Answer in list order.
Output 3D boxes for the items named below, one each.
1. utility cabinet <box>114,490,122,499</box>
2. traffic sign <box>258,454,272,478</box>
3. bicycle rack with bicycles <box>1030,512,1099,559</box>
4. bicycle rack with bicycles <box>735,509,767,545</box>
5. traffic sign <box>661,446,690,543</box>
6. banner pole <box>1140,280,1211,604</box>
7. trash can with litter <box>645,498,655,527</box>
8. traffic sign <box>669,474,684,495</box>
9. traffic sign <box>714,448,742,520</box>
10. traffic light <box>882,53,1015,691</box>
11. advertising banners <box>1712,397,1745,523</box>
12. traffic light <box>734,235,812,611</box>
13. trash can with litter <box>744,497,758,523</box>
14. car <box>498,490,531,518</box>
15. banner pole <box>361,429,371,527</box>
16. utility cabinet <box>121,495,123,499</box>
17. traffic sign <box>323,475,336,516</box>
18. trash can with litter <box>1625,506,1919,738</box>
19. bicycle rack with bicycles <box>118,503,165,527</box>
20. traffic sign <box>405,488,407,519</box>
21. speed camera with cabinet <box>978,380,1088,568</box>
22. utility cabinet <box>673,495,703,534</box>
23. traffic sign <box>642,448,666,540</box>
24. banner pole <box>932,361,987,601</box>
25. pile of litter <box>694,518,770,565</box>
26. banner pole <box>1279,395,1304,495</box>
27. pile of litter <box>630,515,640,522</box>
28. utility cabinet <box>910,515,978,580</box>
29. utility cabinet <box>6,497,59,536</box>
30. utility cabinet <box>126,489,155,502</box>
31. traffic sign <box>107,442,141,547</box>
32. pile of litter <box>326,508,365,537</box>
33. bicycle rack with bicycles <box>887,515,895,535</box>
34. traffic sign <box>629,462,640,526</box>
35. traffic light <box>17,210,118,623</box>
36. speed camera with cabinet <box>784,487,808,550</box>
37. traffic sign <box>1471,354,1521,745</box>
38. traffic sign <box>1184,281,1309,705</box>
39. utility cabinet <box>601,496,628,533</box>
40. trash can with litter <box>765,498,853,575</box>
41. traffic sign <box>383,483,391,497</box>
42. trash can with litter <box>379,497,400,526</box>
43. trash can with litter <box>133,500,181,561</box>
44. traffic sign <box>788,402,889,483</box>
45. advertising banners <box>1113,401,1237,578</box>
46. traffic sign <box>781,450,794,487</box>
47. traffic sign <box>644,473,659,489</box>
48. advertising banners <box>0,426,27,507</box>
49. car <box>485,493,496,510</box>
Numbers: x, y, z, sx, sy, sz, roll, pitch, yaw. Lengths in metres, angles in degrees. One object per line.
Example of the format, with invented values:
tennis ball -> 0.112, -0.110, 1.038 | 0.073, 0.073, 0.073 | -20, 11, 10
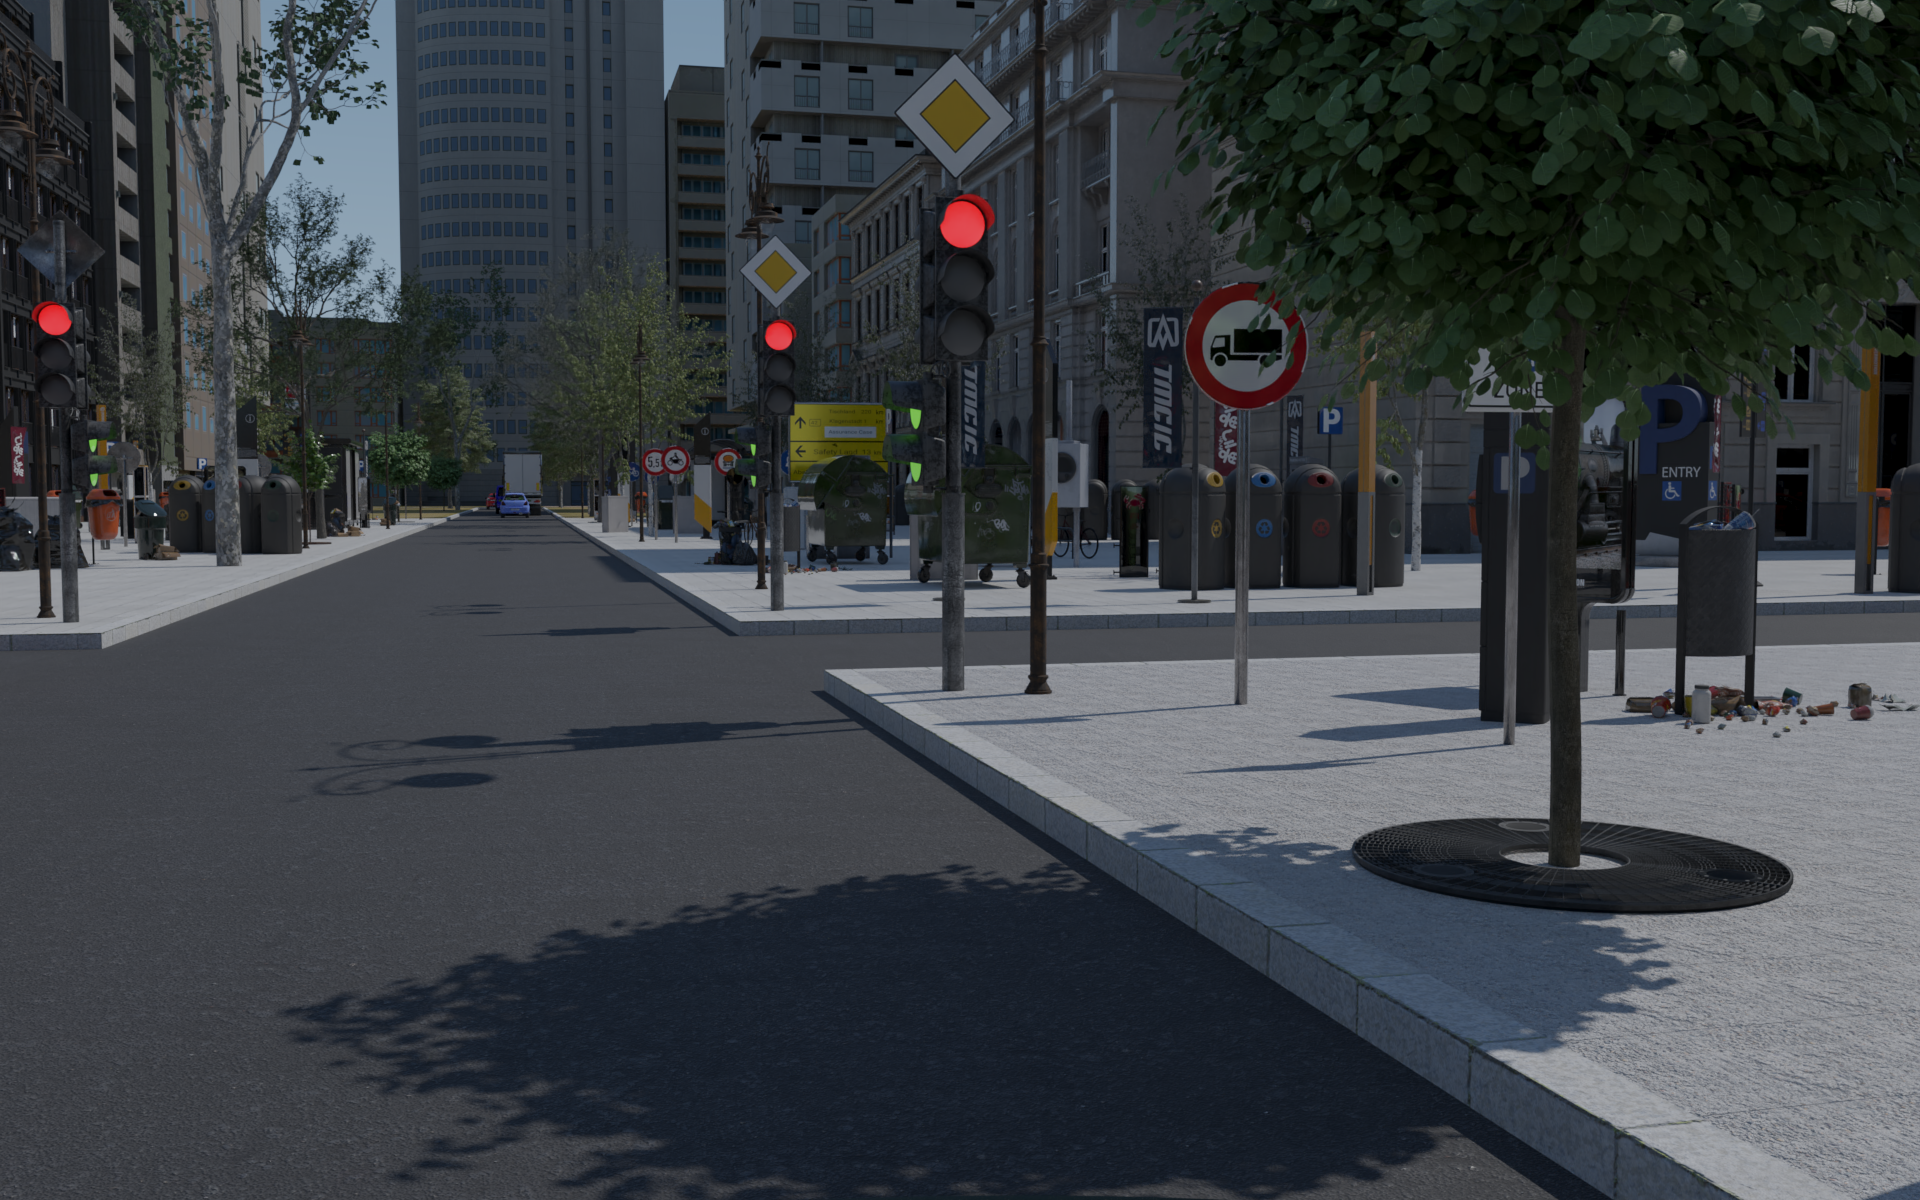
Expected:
utility cabinet -> -41.559, -4.723, 85.899 | 1.173, 1.500, 0.318 | 3, 4, 38
traffic sign -> -22.304, -3.366, 55.137 | 0.768, 2.556, 0.104 | -1, 4, -13
bicycle rack with bicycles -> 1.102, -1.313, 34.842 | 2.852, 0.926, 2.925 | -2, 4, -26
bicycle rack with bicycles -> -4.459, -1.843, 43.508 | 2.852, 0.926, 2.925 | 0, 4, 5
traffic sign -> -7.475, -2.780, 45.563 | 0.768, 2.556, 0.104 | -1, 4, -8
banner pole -> 2.549, -1.860, 20.428 | 0.863, 3.779, 0.401 | 1, 4, 16
trash can with litter -> -11.803, -3.397, 66.928 | 0.624, 1.170, 1.055 | -1, 4, -20
traffic sign -> -14.712, -5.496, 89.965 | 0.768, 2.556, 0.104 | 0, 4, -5
traffic sign -> -6.423, -2.933, 48.067 | 0.768, 2.556, 0.104 | -1, 4, -9
traffic light -> -0.063, -1.363, 11.211 | 0.839, 4.253, 0.868 | -1, 4, -14
advertising banners -> 9.910, -1.602, 22.384 | 0.090, 3.025, 2.074 | 2, 4, 34
traffic light -> -2.031, -1.837, 18.951 | 0.839, 4.253, 0.868 | -1, 4, -14
trash can with litter -> -9.200, -3.992, 76.655 | 1.055, 1.170, 0.624 | 2, 4, 29
car -> -26.936, -5.824, 104.809 | 1.945, 1.707, 3.694 | -1, 4, -14
banner pole -> -22.998, -4.712, 67.063 | 0.401, 3.779, 0.863 | 0, 4, -5
utility cabinet -> -39.355, -4.363, 82.497 | 1.020, 1.237, 0.306 | -1, 4, -16
traffic sign -> -22.713, -3.777, 61.764 | 0.884, 2.594, 0.081 | -1, 4, -11
trash can with litter -> 4.819, 0.057, 10.122 | 2.233, 1.210, 1.678 | -1, 4, -18
bicycle rack with bicycles -> -32.337, -3.333, 67.876 | 2.852, 0.926, 2.925 | 0, 4, 7
traffic sign -> -28.416, -5.429, 88.768 | 0.884, 2.594, 0.081 | 0, 4, -7
speed camera with cabinet -> 1.189, -2.199, 30.296 | 2.038, 3.252, 0.660 | 1, 4, 20
utility cabinet -> -8.781, -2.753, 56.173 | 1.020, 1.237, 0.306 | 0, 4, 2
traffic sign -> -8.507, -2.956, 48.435 | 0.768, 2.556, 0.104 | 0, 4, -7
banner pole -> 0.023, -1.870, 20.587 | 0.401, 3.779, 0.863 | -3, 5, -43
pile of litter -> -4.067, -1.078, 31.588 | 1.176, 0.858, 1.719 | -3, 5, -43
banner pole -> 7.365, -2.982, 38.780 | 0.401, 3.779, 0.863 | -3, 4, -39
pile of litter -> -15.420, -4.010, 79.536 | 1.719, 0.858, 1.176 | -1, 4, -17
utility cabinet -> -0.243, -0.907, 25.986 | 1.020, 1.237, 0.306 | 0, 4, -2
utility cabinet -> -19.520, -1.551, 36.517 | 1.020, 1.237, 0.306 | -2, 4, -30
utility cabinet -> -36.208, -4.150, 76.524 | 1.173, 1.500, 0.318 | -1, 4, -20
traffic sign -> -20.343, -2.572, 42.166 | 0.768, 2.556, 0.104 | -1, 4, -12
pile of litter -> -18.581, -2.352, 52.422 | 1.176, 0.858, 1.719 | 1, 4, 22
bicycle rack with bicycles -> -3.211, -2.526, 54.677 | 2.852, 0.926, 2.925 | -1, 4, -11
traffic sign -> -13.107, -4.221, 69.115 | 0.768, 2.556, 0.104 | -1, 4, -12
traffic light -> -8.871, -1.730, 17.202 | 0.839, 4.253, 0.868 | -1, 4, -14
speed camera with cabinet -> -3.463, -2.839, 40.747 | 0.660, 3.252, 2.038 | 1, 4, 20
traffic sign -> 2.812, -0.408, 8.801 | 0.606, 2.300, 0.079 | -1, 4, -11
traffic sign -> 1.715, -0.636, 10.498 | 0.768, 2.556, 0.104 | 0, 4, -6
utility cabinet -> -11.544, -2.861, 57.945 | 0.306, 1.237, 1.020 | 2, 4, 30
trash can with litter -> -2.487, -1.071, 28.565 | 1.678, 1.210, 2.233 | 3, 5, 40
traffic sign -> -27.767, -5.029, 84.357 | 0.606, 2.300, 0.079 | -1, 4, -10
trash can with litter -> -23.087, -3.588, 70.050 | 0.624, 1.170, 1.055 | 0, 4, -1
trash can with litter -> -15.593, -1.368, 33.756 | 1.055, 1.170, 0.624 | 2, 4, 32
traffic sign -> -2.682, -2.729, 38.492 | 2.265, 3.308, 0.079 | -1, 4, -11
advertising banners -> 3.396, -1.861, 26.622 | 2.074, 3.025, 0.090 | 0, 4, -5
traffic sign -> -4.681, -2.964, 48.568 | 0.768, 2.556, 0.104 | 0, 4, -7
traffic sign -> -15.854, -5.446, 89.146 | 0.768, 2.556, 0.104 | -1, 4, -9
advertising banners -> -24.507, -2.925, 44.006 | 0.090, 3.025, 2.074 | 1, 4, 18
car -> -42.748, -9.218, 159.748 | 2.155, 1.783, 4.494 | -1, 4, -14
